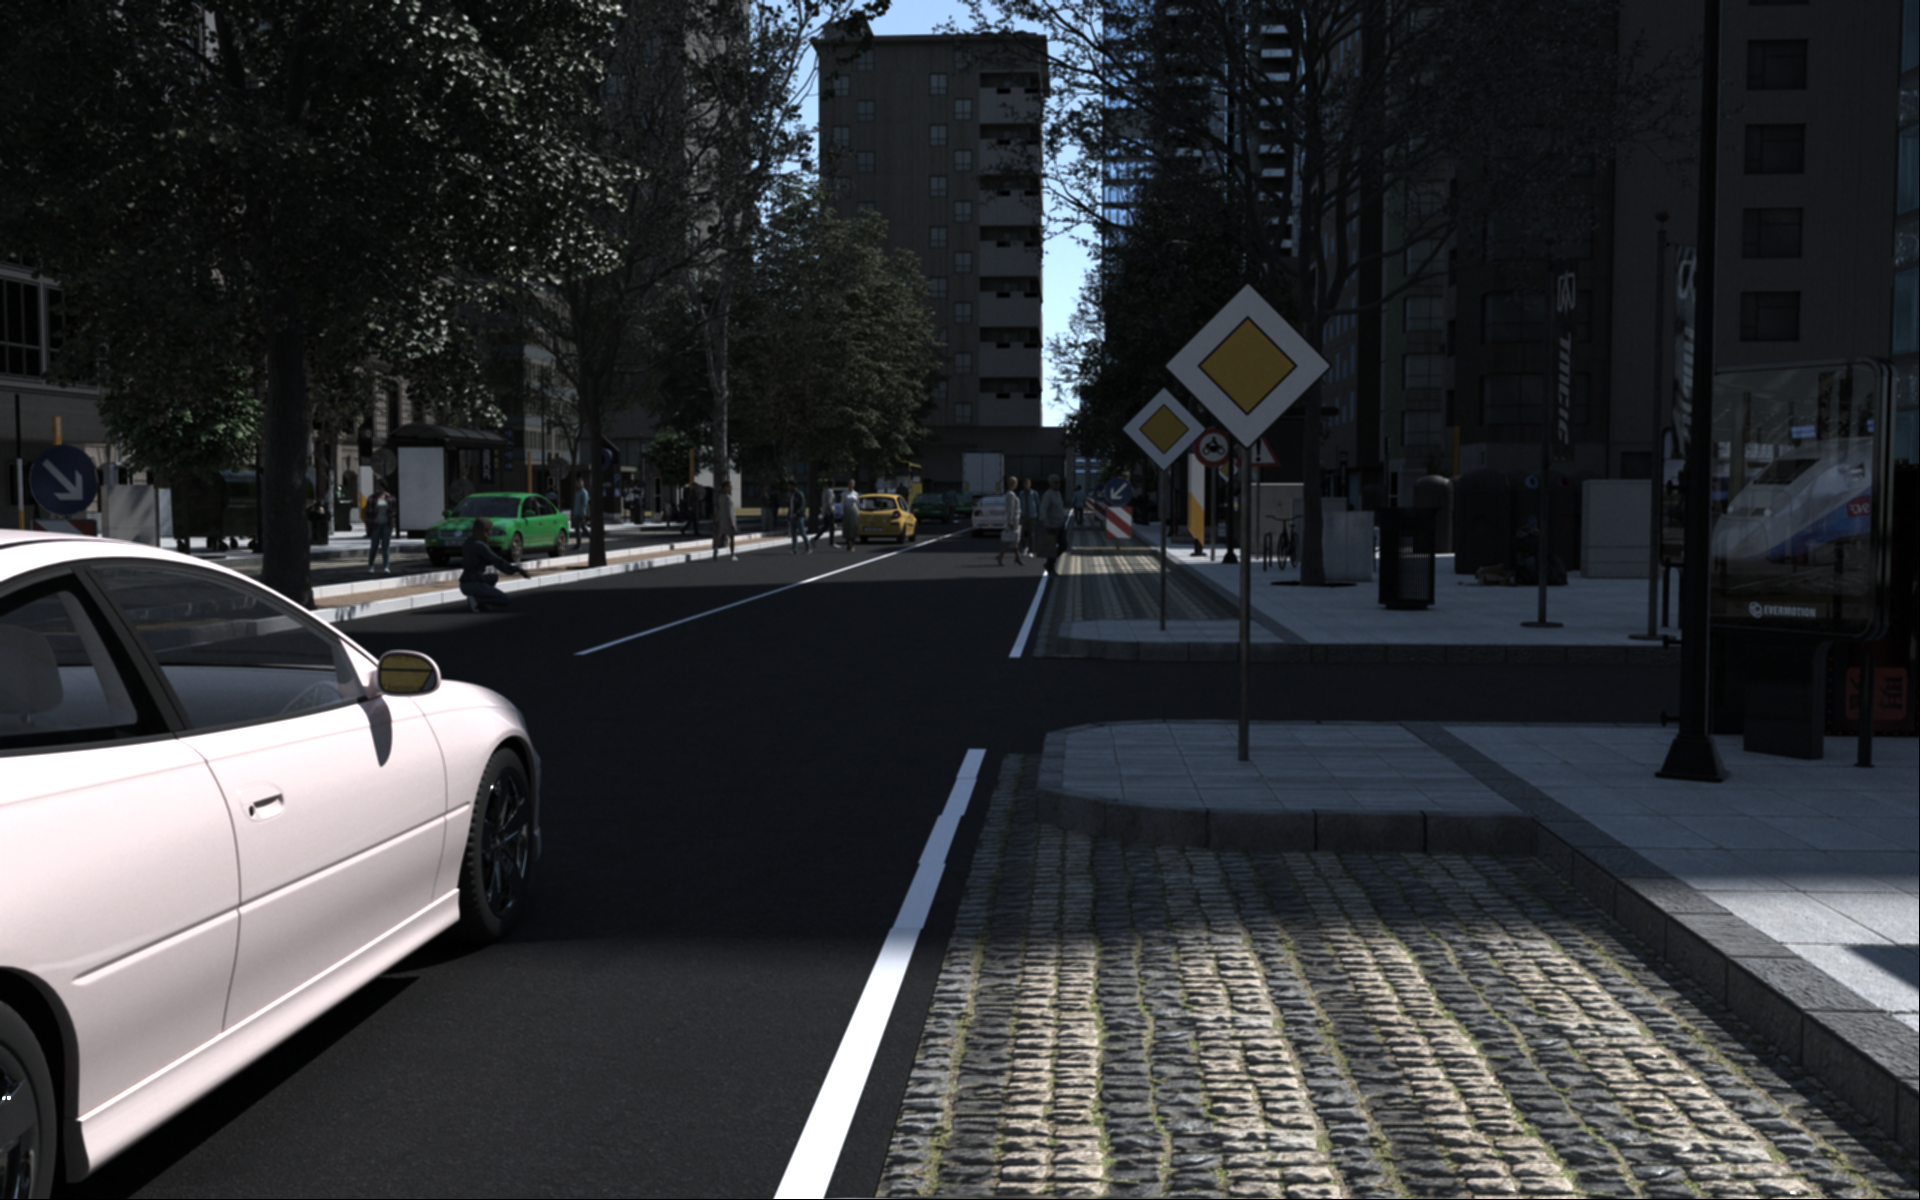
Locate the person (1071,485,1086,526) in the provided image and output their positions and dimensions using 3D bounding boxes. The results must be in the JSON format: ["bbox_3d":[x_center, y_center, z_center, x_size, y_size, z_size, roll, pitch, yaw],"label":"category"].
[{"bbox_3d":[4.987,-3.914,72.520,0.660,1.820,0.620,-2,4,-25],"label":"person"}]

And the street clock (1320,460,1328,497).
[{"bbox_3d":[7.542,-1.973,36.821,0.358,2.002,0.471,-2,4,-25],"label":"street clock"}]

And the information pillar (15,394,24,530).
[{"bbox_3d":[-22.083,-3.017,40.678,0.183,3.616,0.504,-2,4,-27],"label":"information pillar"}]

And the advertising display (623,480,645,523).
[{"bbox_3d":[-14.630,-4.439,77.798,0.974,1.923,0.123,0,4,2],"label":"advertising display"}]

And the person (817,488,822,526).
[{"bbox_3d":[-6.381,-4.139,76.420,0.600,1.795,0.529,3,5,43],"label":"person"}]

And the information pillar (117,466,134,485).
[{"bbox_3d":[-21.809,-2.495,45.289,0.304,2.012,0.304,0,4,-2],"label":"information pillar"}]

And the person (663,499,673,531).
[{"bbox_3d":[-11.286,-3.289,66.956,0.352,1.250,0.332,-1,4,-9],"label":"person"}]

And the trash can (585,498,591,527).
[{"bbox_3d":[-14.239,-3.395,67.167,0.748,1.137,0.748,0,3,0],"label":"trash can"}]

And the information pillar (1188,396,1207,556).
[{"bbox_3d":[4.874,-2.709,35.640,0.183,3.616,0.504,3,5,43],"label":"information pillar"}]

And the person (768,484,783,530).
[{"bbox_3d":[-7.486,-3.707,69.101,0.794,1.824,0.713,-1,4,-16],"label":"person"}]

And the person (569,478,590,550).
[{"bbox_3d":[-9.660,-2.207,44.440,0.748,1.841,0.638,-1,4,-18],"label":"person"}]

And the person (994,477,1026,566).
[{"bbox_3d":[1.008,-1.584,34.746,0.624,1.780,0.694,0,4,6],"label":"person"}]

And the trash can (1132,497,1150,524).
[{"bbox_3d":[7.637,-3.764,73.202,0.748,1.137,0.748,0,3,0],"label":"trash can"}]

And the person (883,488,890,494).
[{"bbox_3d":[-4.639,-6.124,108.612,1.348,1.826,0.705,0,4,2],"label":"person"}]

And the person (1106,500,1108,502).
[{"bbox_3d":[14.482,-9.679,170.009,1.065,1.426,0.557,-3,5,-41],"label":"person"}]

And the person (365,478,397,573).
[{"bbox_3d":[-10.498,-1.350,31.407,0.563,1.720,0.643,-2,4,-25],"label":"person"}]

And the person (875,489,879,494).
[{"bbox_3d":[-4.669,-5.330,96.582,0.436,1.711,0.756,1,4,22],"label":"person"}]

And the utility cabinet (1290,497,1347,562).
[{"bbox_3d":[6.819,-1.332,32.937,1.020,1.237,0.306,0,4,6],"label":"utility cabinet"}]

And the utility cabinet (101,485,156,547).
[{"bbox_3d":[-19.795,-1.991,41.226,0.318,1.500,1.173,2,4,34],"label":"utility cabinet"}]

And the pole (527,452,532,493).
[{"bbox_3d":[-20.832,-5.506,83.874,0.158,3.312,0.155,0,3,0],"label":"pole"}]

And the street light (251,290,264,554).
[{"bbox_3d":[-14.545,-3.948,37.092,1.470,5.913,1.316,0,4,4],"label":"street light"}]

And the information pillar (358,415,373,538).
[{"bbox_3d":[-17.499,-3.651,51.051,0.183,3.616,0.504,2,4,27],"label":"information pillar"}]

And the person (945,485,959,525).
[{"bbox_3d":[-0.440,-4.478,81.581,0.638,1.841,0.748,2,4,33],"label":"person"}]

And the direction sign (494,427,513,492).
[{"bbox_3d":[-15.506,-4.074,58.603,0.379,3.537,0.876,3,5,42],"label":"direction sign"}]

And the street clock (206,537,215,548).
[{"bbox_3d":[-17.799,-2.237,41.144,0.358,2.002,0.471,-3,5,-40],"label":"street clock"}]

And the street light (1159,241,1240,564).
[{"bbox_3d":[4.457,-3.629,31.882,1.470,5.913,1.316,0,4,4],"label":"street light"}]

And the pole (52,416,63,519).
[{"bbox_3d":[-23.726,-3.165,45.585,0.158,3.312,0.155,0,3,0],"label":"pole"}]

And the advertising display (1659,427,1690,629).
[{"bbox_3d":[6.932,-0.676,16.260,0.123,1.923,0.974,-1,4,-17],"label":"advertising display"}]

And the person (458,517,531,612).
[{"bbox_3d":[-5.835,-0.445,21.282,0.738,1.151,1.012,-3,5,-40],"label":"person"}]

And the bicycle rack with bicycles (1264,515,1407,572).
[{"bbox_3d":[6.299,-0.991,29.584,2.852,0.926,2.925,1,4,14],"label":"bicycle rack with bicycles"}]

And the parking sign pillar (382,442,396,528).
[{"bbox_3d":[-21.192,-4.720,65.640,1.447,3.967,1.447,-1,4,-17],"label":"parking sign pillar"}]

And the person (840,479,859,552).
[{"bbox_3d":[-2.729,-2.096,42.991,0.478,1.798,0.641,0,4,-1],"label":"person"}]

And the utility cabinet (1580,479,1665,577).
[{"bbox_3d":[10.105,-1.084,26.398,1.173,1.500,0.318,0,4,0],"label":"utility cabinet"}]

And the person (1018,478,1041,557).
[{"bbox_3d":[1.542,-1.863,39.305,0.601,1.785,0.444,1,4,14],"label":"person"}]

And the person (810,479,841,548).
[{"bbox_3d":[-3.582,-2.315,46.202,0.795,1.843,0.661,-1,4,-20],"label":"person"}]

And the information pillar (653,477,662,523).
[{"bbox_3d":[-13.334,-4.395,76.343,0.304,2.012,0.304,-1,4,-20],"label":"information pillar"}]

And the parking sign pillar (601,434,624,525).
[{"bbox_3d":[-14.971,-5.191,73.348,1.447,3.967,1.447,2,4,35],"label":"parking sign pillar"}]

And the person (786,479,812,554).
[{"bbox_3d":[-3.904,-1.986,41.318,0.623,1.781,0.721,3,4,38],"label":"person"}]

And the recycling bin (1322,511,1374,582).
[{"bbox_3d":[5.748,-0.801,25.647,0.722,1.027,0.722,1,4,16],"label":"recycling bin"}]

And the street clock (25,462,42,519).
[{"bbox_3d":[-20.726,-2.098,38.870,0.471,2.002,0.358,2,4,32],"label":"street clock"}]

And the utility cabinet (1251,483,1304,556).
[{"bbox_3d":[6.468,-1.646,35.590,1.173,1.500,0.318,1,4,12],"label":"utility cabinet"}]

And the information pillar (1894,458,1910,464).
[{"bbox_3d":[19.248,-1.901,35.573,0.304,2.012,0.304,-2,4,-30],"label":"information pillar"}]

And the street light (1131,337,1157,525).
[{"bbox_3d":[5.766,-4.823,51.393,1.470,5.913,1.316,0,4,4],"label":"street light"}]

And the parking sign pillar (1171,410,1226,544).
[{"bbox_3d":[6.210,-3.457,44.988,1.447,3.967,1.447,-1,4,-23],"label":"parking sign pillar"}]

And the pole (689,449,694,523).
[{"bbox_3d":[-12.002,-5.122,77.587,0.158,3.312,0.155,0,3,0],"label":"pole"}]

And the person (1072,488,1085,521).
[{"bbox_3d":[6.402,-5.144,93.054,0.683,1.767,0.568,-2,4,-32],"label":"person"}]

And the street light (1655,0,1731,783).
[{"bbox_3d":[2.794,-2.153,7.739,1.470,5.913,1.316,0,4,4],"label":"street light"}]

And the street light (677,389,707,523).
[{"bbox_3d":[-11.837,-6.352,76.403,1.470,5.913,1.316,0,4,4],"label":"street light"}]

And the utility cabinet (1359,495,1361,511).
[{"bbox_3d":[19.302,-4.333,82.012,1.020,1.237,0.306,-3,5,-41],"label":"utility cabinet"}]

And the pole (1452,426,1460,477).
[{"bbox_3d":[14.842,-3.550,51.879,0.158,3.312,0.155,0,3,0],"label":"pole"}]

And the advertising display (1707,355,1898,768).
[{"bbox_3d":[4.047,-0.199,8.463,0.123,1.923,0.974,-2,4,-30],"label":"advertising display"}]

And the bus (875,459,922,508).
[{"bbox_3d":[-4.288,-7.876,120.318,2.896,3.916,12.252,0,4,3],"label":"bus"}]

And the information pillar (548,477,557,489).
[{"bbox_3d":[-17.411,-4.254,74.041,0.304,2.012,0.304,1,4,13],"label":"information pillar"}]

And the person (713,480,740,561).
[{"bbox_3d":[-5.011,-1.706,37.145,0.466,1.731,0.760,1,4,22],"label":"person"}]

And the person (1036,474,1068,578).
[{"bbox_3d":[1.538,-1.264,29.646,0.515,1.767,0.782,2,4,29],"label":"person"}]

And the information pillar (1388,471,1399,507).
[{"bbox_3d":[13.754,-3.089,54.999,0.304,2.012,0.304,0,4,5],"label":"information pillar"}]

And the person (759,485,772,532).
[{"bbox_3d":[-6.812,-3.179,61.034,0.362,1.759,0.519,2,4,35],"label":"person"}]

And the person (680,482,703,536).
[{"bbox_3d":[-9.236,-3.132,59.624,0.836,1.842,0.656,-2,4,-25],"label":"person"}]

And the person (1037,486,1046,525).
[{"bbox_3d":[3.802,-4.356,79.708,0.713,1.824,0.794,-2,4,-35],"label":"person"}]

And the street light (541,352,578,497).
[{"bbox_3d":[-13.180,-5.162,56.940,1.470,5.913,1.316,0,4,4],"label":"street light"}]
